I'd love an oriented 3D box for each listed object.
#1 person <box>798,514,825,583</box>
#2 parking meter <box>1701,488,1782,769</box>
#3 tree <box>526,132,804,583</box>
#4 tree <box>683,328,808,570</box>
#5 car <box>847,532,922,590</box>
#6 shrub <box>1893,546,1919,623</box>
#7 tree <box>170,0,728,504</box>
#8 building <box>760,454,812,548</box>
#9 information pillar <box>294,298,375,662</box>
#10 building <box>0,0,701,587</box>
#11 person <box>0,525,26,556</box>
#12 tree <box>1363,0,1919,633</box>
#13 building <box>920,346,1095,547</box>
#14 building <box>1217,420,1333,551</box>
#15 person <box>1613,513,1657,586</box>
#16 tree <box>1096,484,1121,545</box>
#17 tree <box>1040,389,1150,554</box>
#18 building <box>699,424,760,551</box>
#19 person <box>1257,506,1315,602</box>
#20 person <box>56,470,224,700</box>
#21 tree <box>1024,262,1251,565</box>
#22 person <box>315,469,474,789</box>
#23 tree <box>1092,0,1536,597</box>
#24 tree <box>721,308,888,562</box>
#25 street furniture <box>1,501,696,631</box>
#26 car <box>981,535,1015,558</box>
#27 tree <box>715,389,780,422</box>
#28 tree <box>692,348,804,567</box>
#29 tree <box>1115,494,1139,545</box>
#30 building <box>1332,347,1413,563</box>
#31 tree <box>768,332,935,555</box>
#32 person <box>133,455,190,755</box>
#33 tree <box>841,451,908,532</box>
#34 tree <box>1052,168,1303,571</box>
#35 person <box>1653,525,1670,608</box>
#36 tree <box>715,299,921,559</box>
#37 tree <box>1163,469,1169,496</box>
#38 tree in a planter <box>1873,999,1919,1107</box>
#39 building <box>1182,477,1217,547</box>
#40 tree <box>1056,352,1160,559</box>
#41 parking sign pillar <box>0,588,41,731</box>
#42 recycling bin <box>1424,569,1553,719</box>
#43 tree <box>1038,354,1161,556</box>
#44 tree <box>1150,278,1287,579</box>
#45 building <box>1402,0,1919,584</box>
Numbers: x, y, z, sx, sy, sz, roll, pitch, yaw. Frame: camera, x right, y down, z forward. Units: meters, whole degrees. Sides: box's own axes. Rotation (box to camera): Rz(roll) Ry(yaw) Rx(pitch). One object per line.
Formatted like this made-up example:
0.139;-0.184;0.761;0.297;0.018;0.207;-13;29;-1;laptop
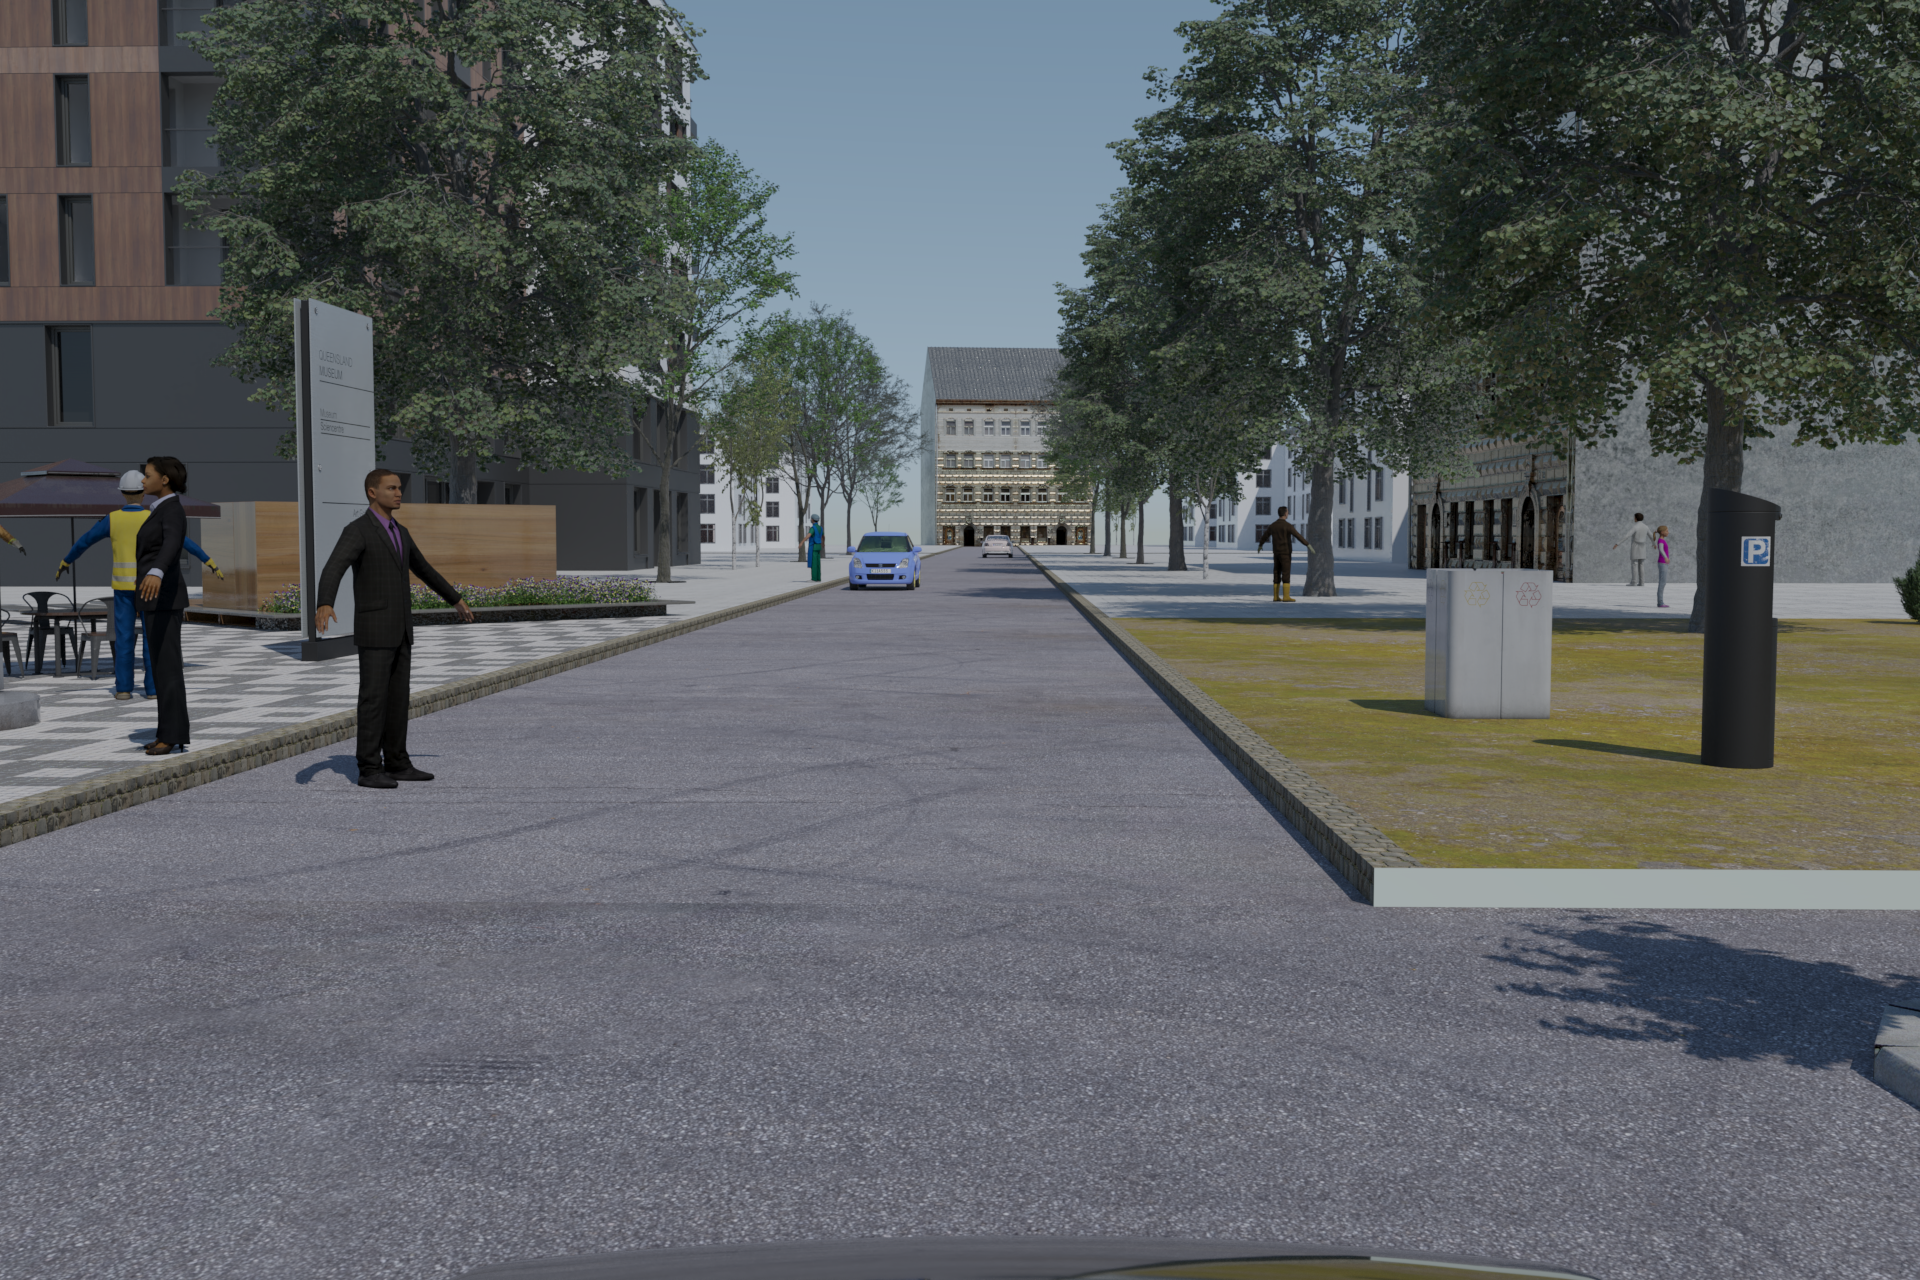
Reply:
-3.869;-2.433;45.902;0.704;1.817;1.347;2;4;25;person
4.322;-0.072;9.589;0.372;1.533;0.369;0;3;0;parking meter
-7.644;-7.304;45.170;9.928;11.665;9.643;0;3;0;tree
-8.276;-6.801;61.554;4.360;8.622;3.978;0;3;0;tree
-1.942;-2.179;45.225;1.945;1.707;3.694;0;4;2;car
13.838;-0.826;24.616;1.383;1.207;1.383;0;3;0;shrub
-8.783;-7.572;30.451;9.857;13.997;8.962;0;3;0;tree
-19.256;-14.153;173.541;9.099;9.664;28.070;0;4;2;building
-6.506;-1.640;18.129;0.184;3.620;1.656;0;4;2;information pillar
-25.526;-13.078;57.795;27.936;21.610;32.646;0;4;2;building
-17.197;-1.513;30.500;1.354;1.858;0.705;-1;4;-22;person
9.946;-7.067;22.198;9.857;13.997;8.962;0;3;0;tree
5.198;-22.598;202.855;18.063;23.208;19.493;0;4;-6;building
26.889;-12.099;139.962;9.099;9.664;28.070;0;4;1;building
16.642;-2.225;42.573;1.347;1.806;0.705;-1;4;-23;person
18.053;-15.394;202.059;4.737;8.622;4.395;0;3;0;tree
8.683;-11.338;111.139;9.928;11.665;9.643;0;3;0;tree
-21.004;-12.339;143.887;9.099;9.664;28.070;0;4;1;building
6.109;-1.626;32.722;0.704;1.812;1.346;-3;5;-41;person
-6.405;-0.432;13.522;1.216;1.772;0.721;-1;4;-12;person
7.788;-9.963;73.265;12.009;13.543;11.850;0;3;0;tree
-3.267;-0.075;9.903;0.704;1.802;1.346;1;4;19;person
7.530;-7.876;35.422;9.857;13.997;8.962;0;3;0;tree
-7.115;-9.356;78.722;9.928;11.665;9.643;0;3;0;tree
-7.945;-1.218;26.762;9.812;1.723;11.010;3;5;45;street furniture
2.279;-5.662;104.942;2.083;1.381;4.827;0;4;1;car
-22.134;-21.131;201.378;12.611;20.169;13.585;0;3;0;tree
-8.077;-7.128;66.902;4.737;8.622;4.395;0;3;0;tree
19.586;-15.104;197.311;4.737;8.622;4.395;0;3;0;tree
23.720;-8.251;77.048;9.099;9.664;28.070;0;4;1;building
-6.708;-11.846;104.058;12.009;13.543;11.850;0;3;0;tree
-4.737;-0.209;10.132;0.721;1.740;1.216;-2;4;-27;person
-10.068;-17.013;203.913;9.928;11.665;9.643;0;3;0;tree
7.617;-9.393;60.238;9.857;13.997;8.962;0;3;0;tree
12.331;-1.282;30.235;0.599;1.433;0.991;1;4;23;person
-7.146;-10.992;90.096;12.009;13.543;11.850;0;3;0;tree
28.379;-17.963;200.353;9.857;13.997;8.962;0;3;0;tree
3.388;-0.418;4.054;1.991;3.239;1.994;0;4;1;tree in a planter
27.920;-14.120;173.005;9.099;9.664;28.070;0;4;2;building
8.707;-10.087;90.680;9.928;11.665;9.643;0;3;0;tree
-6.920;-1.401;11.383;1.447;3.967;1.447;0;4;2;parking sign pillar
3.752;0.014;12.332;0.722;1.027;0.722;0;4;2;recycling bin
8.385;-11.089;99.426;7.486;12.596;7.792;0;3;0;tree
6.769;-6.014;48.698;4.360;8.622;3.978;0;3;0;tree
25.366;-13.595;53.212;19.493;23.208;18.063;0;4;2;building
